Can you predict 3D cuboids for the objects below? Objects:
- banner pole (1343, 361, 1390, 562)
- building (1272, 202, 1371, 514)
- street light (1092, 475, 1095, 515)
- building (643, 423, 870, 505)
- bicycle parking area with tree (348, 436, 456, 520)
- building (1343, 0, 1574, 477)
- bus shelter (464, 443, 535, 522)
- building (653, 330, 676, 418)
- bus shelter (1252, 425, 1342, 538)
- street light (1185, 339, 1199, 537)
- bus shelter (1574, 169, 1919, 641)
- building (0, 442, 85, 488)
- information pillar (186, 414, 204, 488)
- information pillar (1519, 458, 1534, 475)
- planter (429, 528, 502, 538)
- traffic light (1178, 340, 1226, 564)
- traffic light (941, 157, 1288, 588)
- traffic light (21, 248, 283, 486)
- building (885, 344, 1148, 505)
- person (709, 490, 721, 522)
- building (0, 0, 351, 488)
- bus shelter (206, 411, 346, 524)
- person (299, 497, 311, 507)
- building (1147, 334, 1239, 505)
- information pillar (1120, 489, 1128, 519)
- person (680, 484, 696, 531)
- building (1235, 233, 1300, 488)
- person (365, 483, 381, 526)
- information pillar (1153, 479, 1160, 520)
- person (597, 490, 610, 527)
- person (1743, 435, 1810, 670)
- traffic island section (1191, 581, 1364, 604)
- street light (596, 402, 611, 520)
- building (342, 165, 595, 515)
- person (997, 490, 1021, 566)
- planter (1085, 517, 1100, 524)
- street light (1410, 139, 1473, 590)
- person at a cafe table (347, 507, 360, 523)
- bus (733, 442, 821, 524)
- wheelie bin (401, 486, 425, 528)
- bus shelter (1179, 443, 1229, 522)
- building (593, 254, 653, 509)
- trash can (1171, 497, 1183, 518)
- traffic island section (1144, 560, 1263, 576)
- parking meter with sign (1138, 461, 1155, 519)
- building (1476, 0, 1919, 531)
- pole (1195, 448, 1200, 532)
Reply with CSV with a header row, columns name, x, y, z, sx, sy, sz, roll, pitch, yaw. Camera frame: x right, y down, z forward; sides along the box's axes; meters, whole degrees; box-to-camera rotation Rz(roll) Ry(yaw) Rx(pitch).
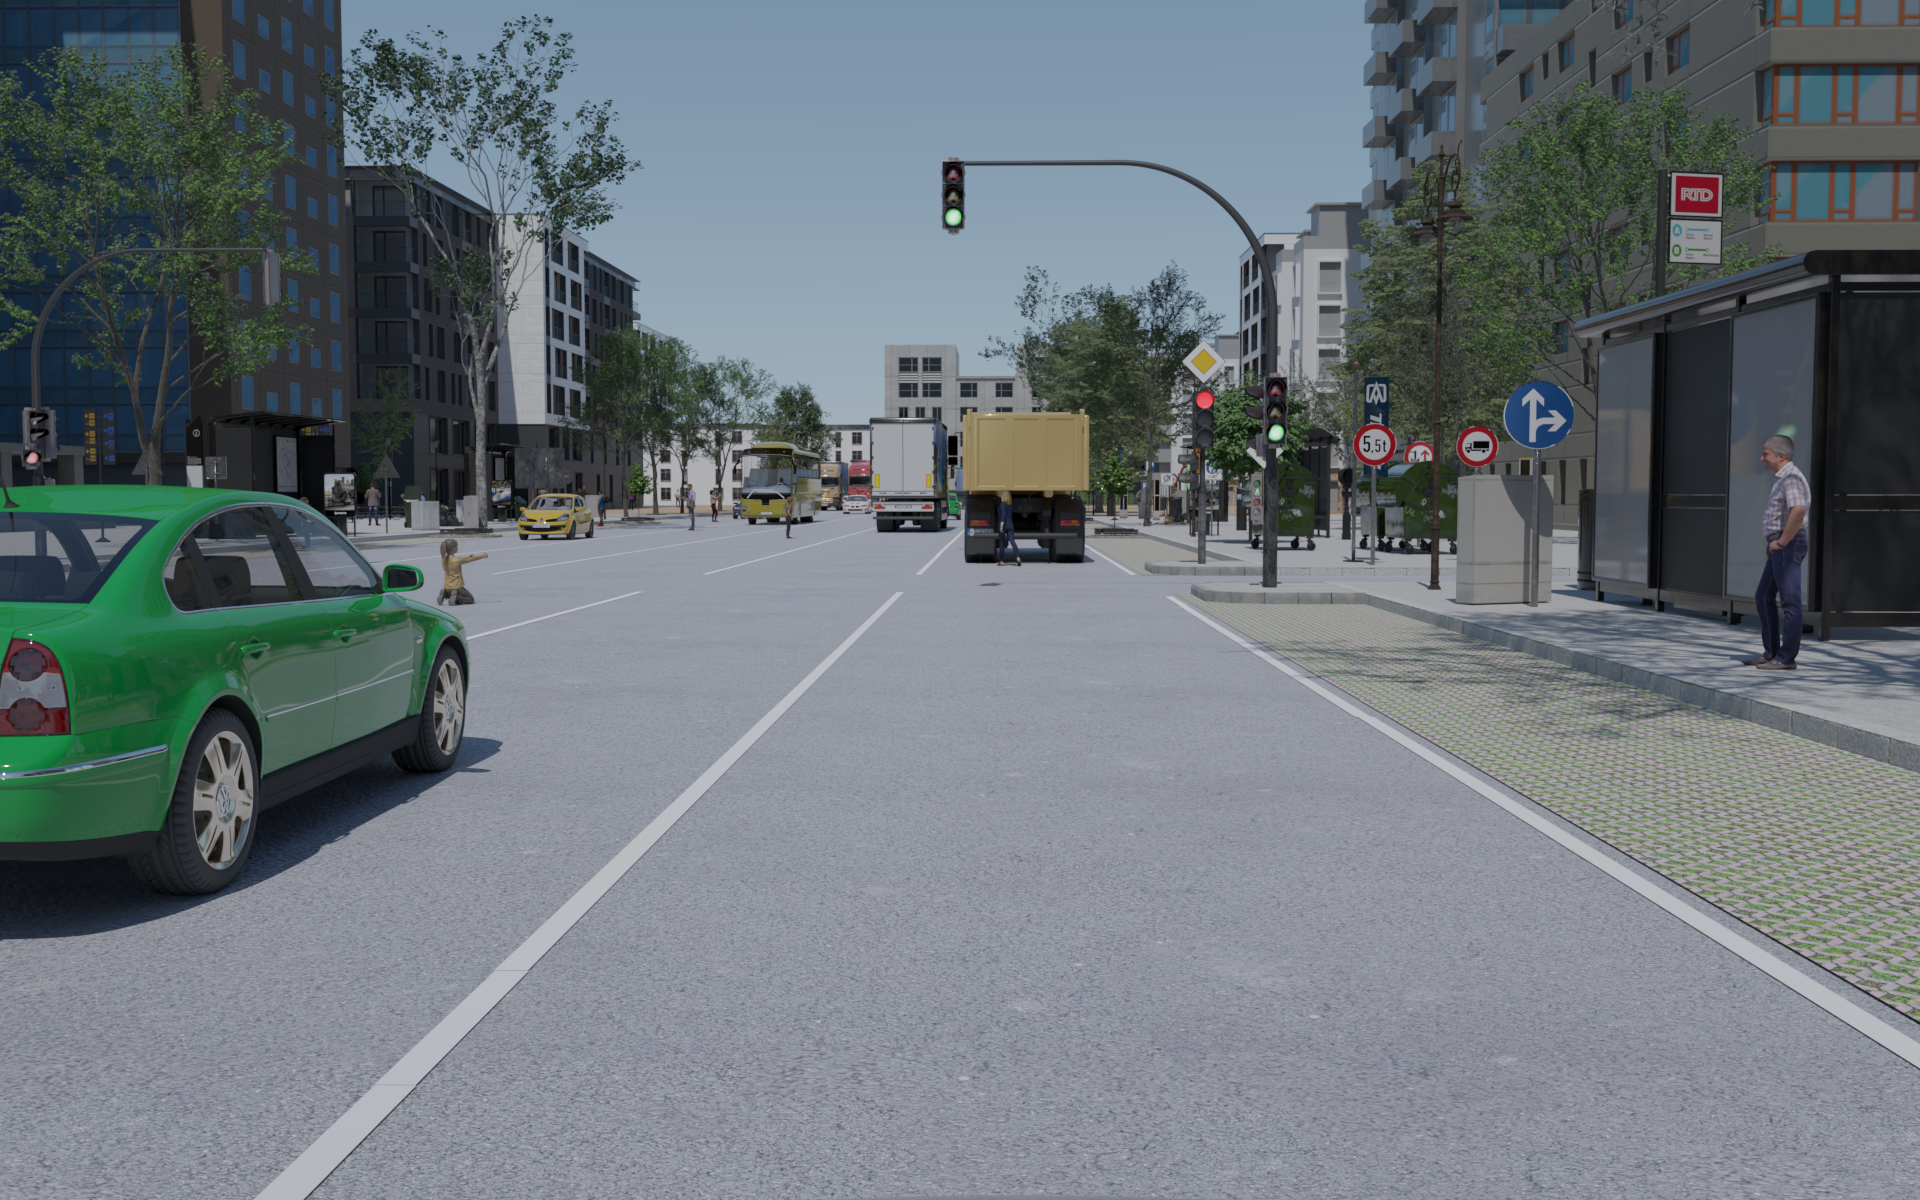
name,x,y,z,sx,sy,sz,roll,pitch,yaw
banner pole,7.670,-2.607,32.635,0.863,3.779,0.401,2,4,24
building,29.738,-15.999,118.001,16.016,20.091,11.380,0,4,1
street light,8.211,-8.173,106.410,0.468,5.910,1.993,0,4,1
building,-23.616,-16.368,209.755,28.070,9.664,9.099,0,4,1
bicycle parking area with tree,-28.137,-6.226,88.791,9.016,4.147,8.231,1,4,22
building,33.838,-28.787,90.277,23.786,49.044,30.456,0,4,1
bus shelter,-22.008,-5.611,83.028,1.731,3.624,6.357,0,4,1
building,-54.164,-23.016,220.293,32.646,21.610,27.936,0,4,1
bus shelter,10.046,-3.595,52.710,2.014,3.302,5.546,0,4,1
street light,6.998,-4.828,51.727,0.468,5.910,1.993,0,4,1
bus shelter,8.398,-2.541,19.180,2.179,5.291,8.768,0,4,1
building,-48.064,-22.360,57.469,32.217,40.220,23.993,0,4,1
information pillar,-22.428,-3.638,50.837,0.504,3.616,0.183,0,4,6
information pillar,11.575,-1.881,35.243,0.304,2.012,0.304,-3,4,-36
planter,-16.239,-2.205,57.197,1.991,0.319,1.994,0,4,1
traffic light,4.420,-2.615,31.684,0.839,4.253,0.868,0,4,1
traffic light,2.137,-2.993,23.609,4.771,5.953,1.251,0,4,1
traffic light,-15.022,-3.517,32.164,4.771,5.953,1.251,0,4,1
building,7.019,-21.206,213.167,31.486,18.905,16.747,0,4,1
person,-12.556,-4.831,88.943,0.566,1.644,0.517,2,4,30
building,-39.522,-26.548,84.164,14.600,45.320,14.200,0,4,1
bus shelter,-20.361,-3.708,51.911,1.731,3.624,6.357,0,4,1
person,-17.422,-2.060,46.085,0.340,1.345,0.435,-3,5,-45
building,28.423,-21.728,211.667,11.380,20.091,16.016,0,4,1
information pillar,8.595,-5.288,90.946,0.304,2.012,0.304,-3,4,-39
person,-10.674,-3.647,67.989,0.599,1.838,0.709,-1,4,-19
building,38.041,-18.816,151.609,27.936,21.610,32.646,0,4,1
person,-23.826,-3.884,70.369,0.655,1.722,0.431,0,4,-2
information pillar,9.620,-4.912,84.799,0.304,2.012,0.304,0,4,-6
person,-15.700,-4.010,75.938,0.662,1.594,0.647,1,4,22
person,5.956,-0.346,12.641,0.436,1.711,0.756,2,4,28
traffic island section,4.270,-0.094,23.814,2.009,0.180,2.903,0,4,1
street light,-17.838,-6.975,86.836,0.468,5.910,1.993,0,4,1
building,-44.292,-17.156,124.467,27.936,21.610,32.646,0,4,1
person,0.975,-1.429,34.401,0.613,1.512,0.480,2,4,26
planter,5.680,-3.807,83.384,1.991,0.319,1.994,0,4,1
street light,6.371,-3.076,23.073,0.468,5.910,1.993,0,4,1
person at a cafe table,-27.955,-4.197,77.129,1.698,1.524,1.622,2,4,28
bus,-8.744,-5.731,85.253,2.896,3.916,12.252,0,4,2
wheelie bin,-20.693,-3.530,65.618,0.980,1.594,0.693,0,4,2
bus shelter,11.627,-5.581,82.527,1.731,3.624,6.357,0,4,1
building,-47.163,-19.126,156.686,32.646,21.610,27.936,0,4,1
trash can,11.443,-4.891,91.622,0.748,1.137,0.748,0,3,0
traffic island section,4.460,-0.582,31.797,2.009,0.180,2.903,0,4,1
parking meter with sign,9.671,-5.732,89.975,0.543,3.016,1.738,1,4,19
building,35.846,-13.062,58.606,28.899,21.520,27.650,0,4,1
pole,7.951,-3.933,58.148,0.158,3.312,0.155,0,3,0
